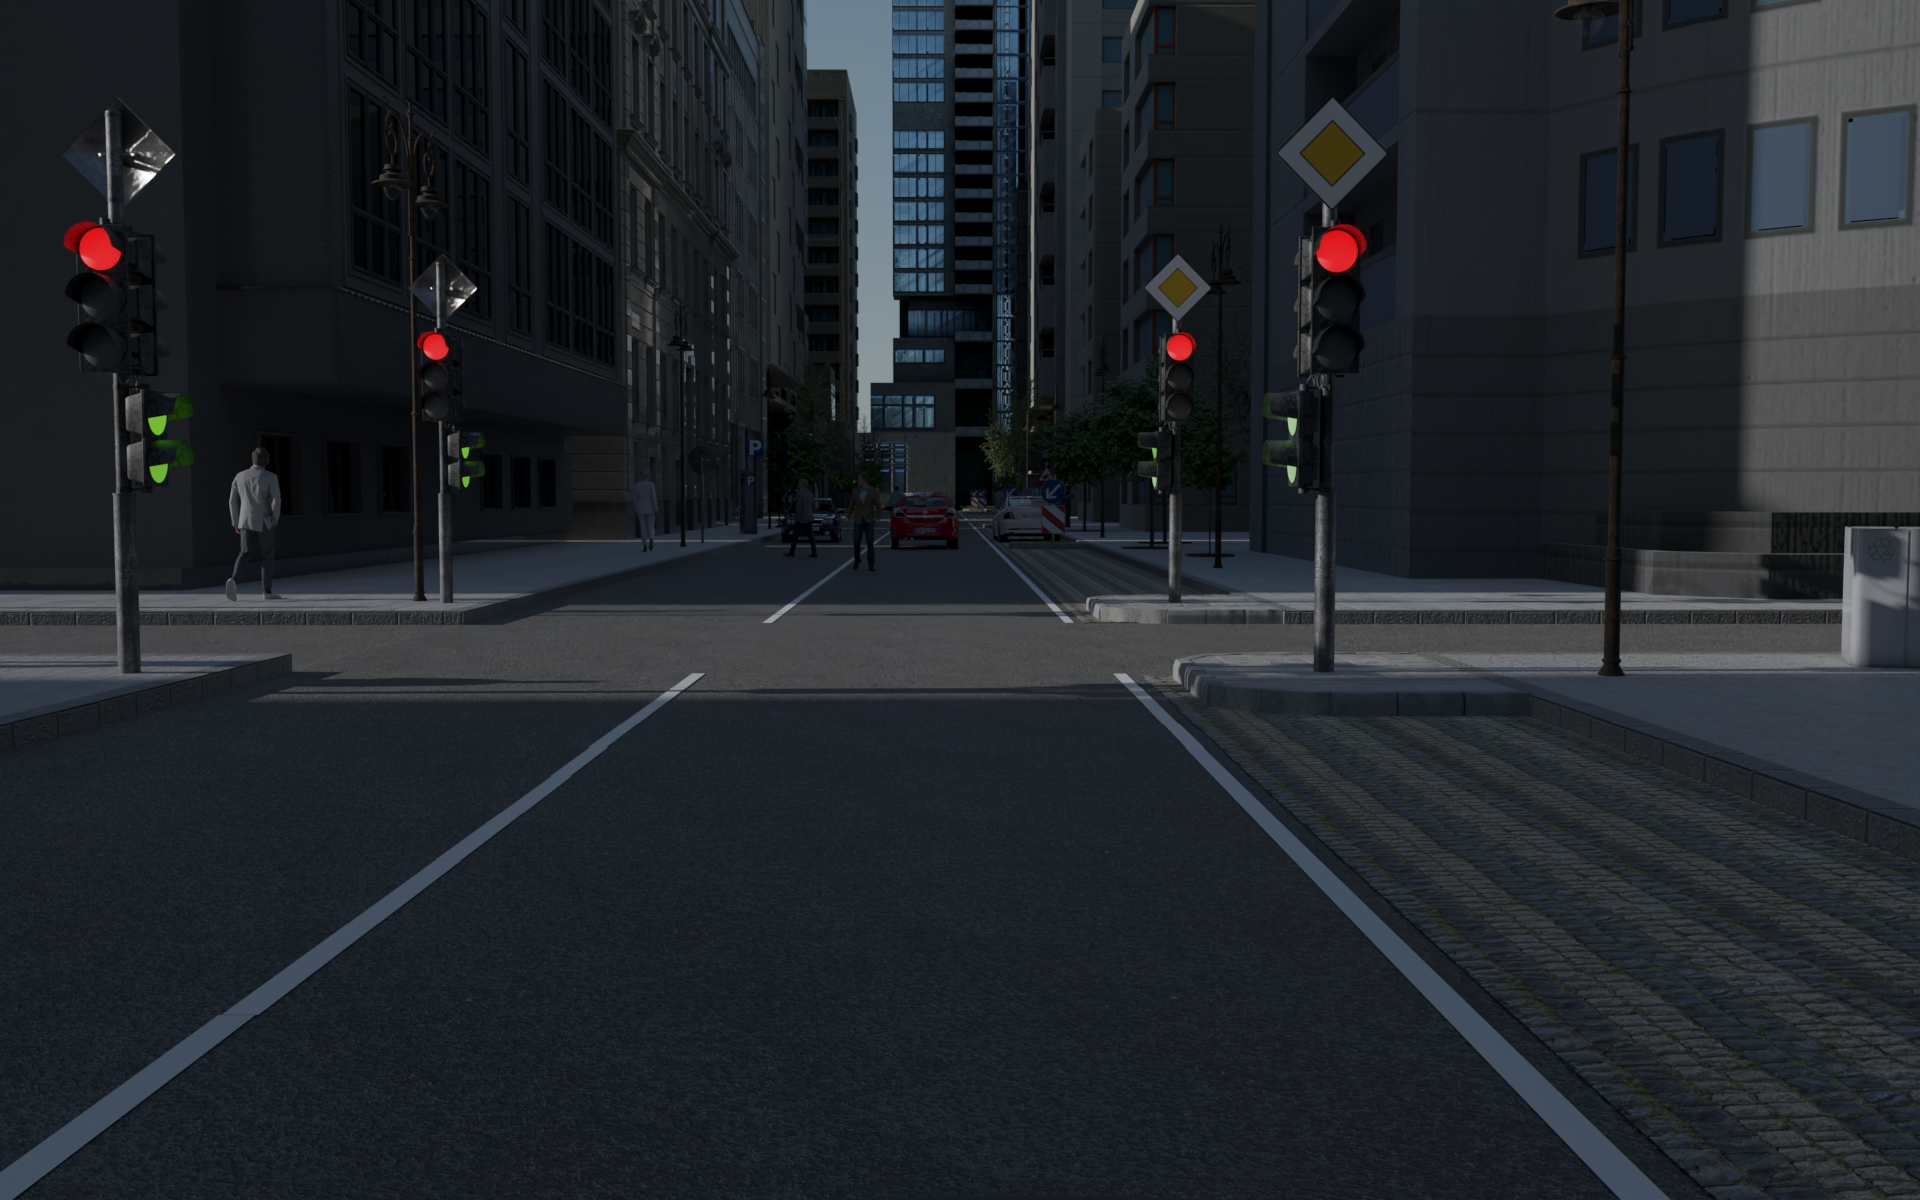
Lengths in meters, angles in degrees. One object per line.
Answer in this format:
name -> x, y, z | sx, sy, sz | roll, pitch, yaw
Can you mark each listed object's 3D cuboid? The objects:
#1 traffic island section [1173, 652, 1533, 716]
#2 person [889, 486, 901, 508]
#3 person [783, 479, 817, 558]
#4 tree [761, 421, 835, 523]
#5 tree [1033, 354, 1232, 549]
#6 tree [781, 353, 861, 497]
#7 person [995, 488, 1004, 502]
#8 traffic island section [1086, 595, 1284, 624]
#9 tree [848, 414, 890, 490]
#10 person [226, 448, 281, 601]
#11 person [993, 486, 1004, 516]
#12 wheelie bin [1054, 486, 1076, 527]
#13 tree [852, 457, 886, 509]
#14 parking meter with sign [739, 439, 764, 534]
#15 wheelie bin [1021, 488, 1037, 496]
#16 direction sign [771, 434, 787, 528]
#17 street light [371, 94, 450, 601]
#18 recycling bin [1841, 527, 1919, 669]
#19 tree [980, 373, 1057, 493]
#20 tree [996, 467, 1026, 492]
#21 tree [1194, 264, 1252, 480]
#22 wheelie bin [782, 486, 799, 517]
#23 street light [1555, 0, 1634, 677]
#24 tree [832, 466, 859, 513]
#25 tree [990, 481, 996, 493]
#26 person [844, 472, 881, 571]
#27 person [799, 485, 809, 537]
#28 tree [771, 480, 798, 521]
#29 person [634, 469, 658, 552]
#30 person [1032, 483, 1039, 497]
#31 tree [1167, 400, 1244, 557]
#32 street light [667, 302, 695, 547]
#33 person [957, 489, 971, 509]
traffic island section -> 2.656, 0.596, 12.539 | 2.009, 0.180, 2.903 | 0, 4, -1
person -> -3.101, -4.527, 82.532 | 0.660, 1.820, 0.620 | 1, 4, 14
person -> -3.608, -1.856, 39.238 | 0.834, 1.777, 0.661 | 2, 4, 25
tree -> -7.343, -5.780, 78.218 | 4.285, 4.588, 4.351 | 0, 3, 0
tree -> 4.491, -3.494, 40.841 | 4.285, 4.588, 4.351 | 0, 3, 0
tree -> -7.385, -8.528, 89.799 | 4.737, 8.622, 4.395 | 0, 3, 0
person -> 1.905, -4.544, 82.799 | 0.555, 1.821, 0.388 | -3, 5, -41
traffic island section -> 2.568, 0.107, 20.524 | 2.009, 0.180, 2.903 | 0, 4, -1
tree -> -8.205, -12.678, 157.654 | 4.360, 8.622, 3.978 | 0, 3, 0
person -> -8.518, -0.919, 20.909 | 0.661, 1.843, 0.795 | 1, 4, 9
person -> 1.790, -4.371, 80.240 | 0.678, 1.792, 0.850 | 2, 4, 32
wheelie bin -> 3.984, -3.602, 66.805 | 0.980, 1.594, 0.693 | 0, 4, -2
tree -> -8.054, -10.355, 153.012 | 4.285, 4.588, 4.351 | 0, 3, 0
parking meter with sign -> -6.778, -3.639, 55.750 | 0.543, 3.016, 1.738 | -1, 4, -19
wheelie bin -> 3.676, -5.081, 90.990 | 0.980, 1.594, 0.693 | 1, 4, 12
direction sign -> -6.893, -4.527, 66.010 | 0.876, 3.537, 0.379 | 3, 5, 41
street light -> -6.484, -2.925, 20.608 | 0.468, 5.910, 1.993 | 0, 4, -1
recycling bin -> 7.086, -0.030, 13.040 | 0.722, 1.027, 0.722 | 1, 4, 21
tree -> 3.643, -9.413, 104.265 | 4.737, 8.622, 4.395 | 0, 3, 0
tree -> 3.742, -7.790, 121.970 | 1.663, 3.219, 1.824 | 0, 3, 0
tree -> 9.339, -6.316, 53.626 | 4.360, 8.622, 3.978 | 0, 3, 0
wheelie bin -> -6.864, -3.839, 70.679 | 0.693, 1.594, 0.980 | -1, 4, -15
street light -> 4.610, -2.403, 12.083 | 0.468, 5.910, 1.993 | 0, 4, -1
tree -> -8.022, -7.554, 118.113 | 1.663, 3.219, 1.824 | 0, 3, 0
tree -> 3.201, -8.733, 137.382 | 1.663, 3.219, 1.824 | 0, 3, 0
person -> -1.829, -1.471, 32.455 | 0.656, 1.842, 0.836 | -1, 4, -22
person -> -5.211, -3.039, 58.191 | 0.388, 1.821, 0.555 | 1, 4, 21
tree -> -8.336, -5.340, 81.909 | 1.663, 3.219, 1.824 | 0, 3, 0
person -> -6.917, -1.972, 38.165 | 0.514, 1.842, 0.818 | -1, 4, -12
person -> 3.916, -4.987, 87.592 | 0.660, 1.820, 0.620 | -1, 4, -16
tree -> 5.183, -2.516, 35.731 | 1.663, 3.219, 1.824 | 0, 3, 0
street light -> -6.731, -4.229, 41.928 | 0.468, 5.910, 1.993 | 0, 4, -1
person -> 0.425, -9.419, 162.129 | 1.348, 1.869, 0.705 | 0, 4, -5
